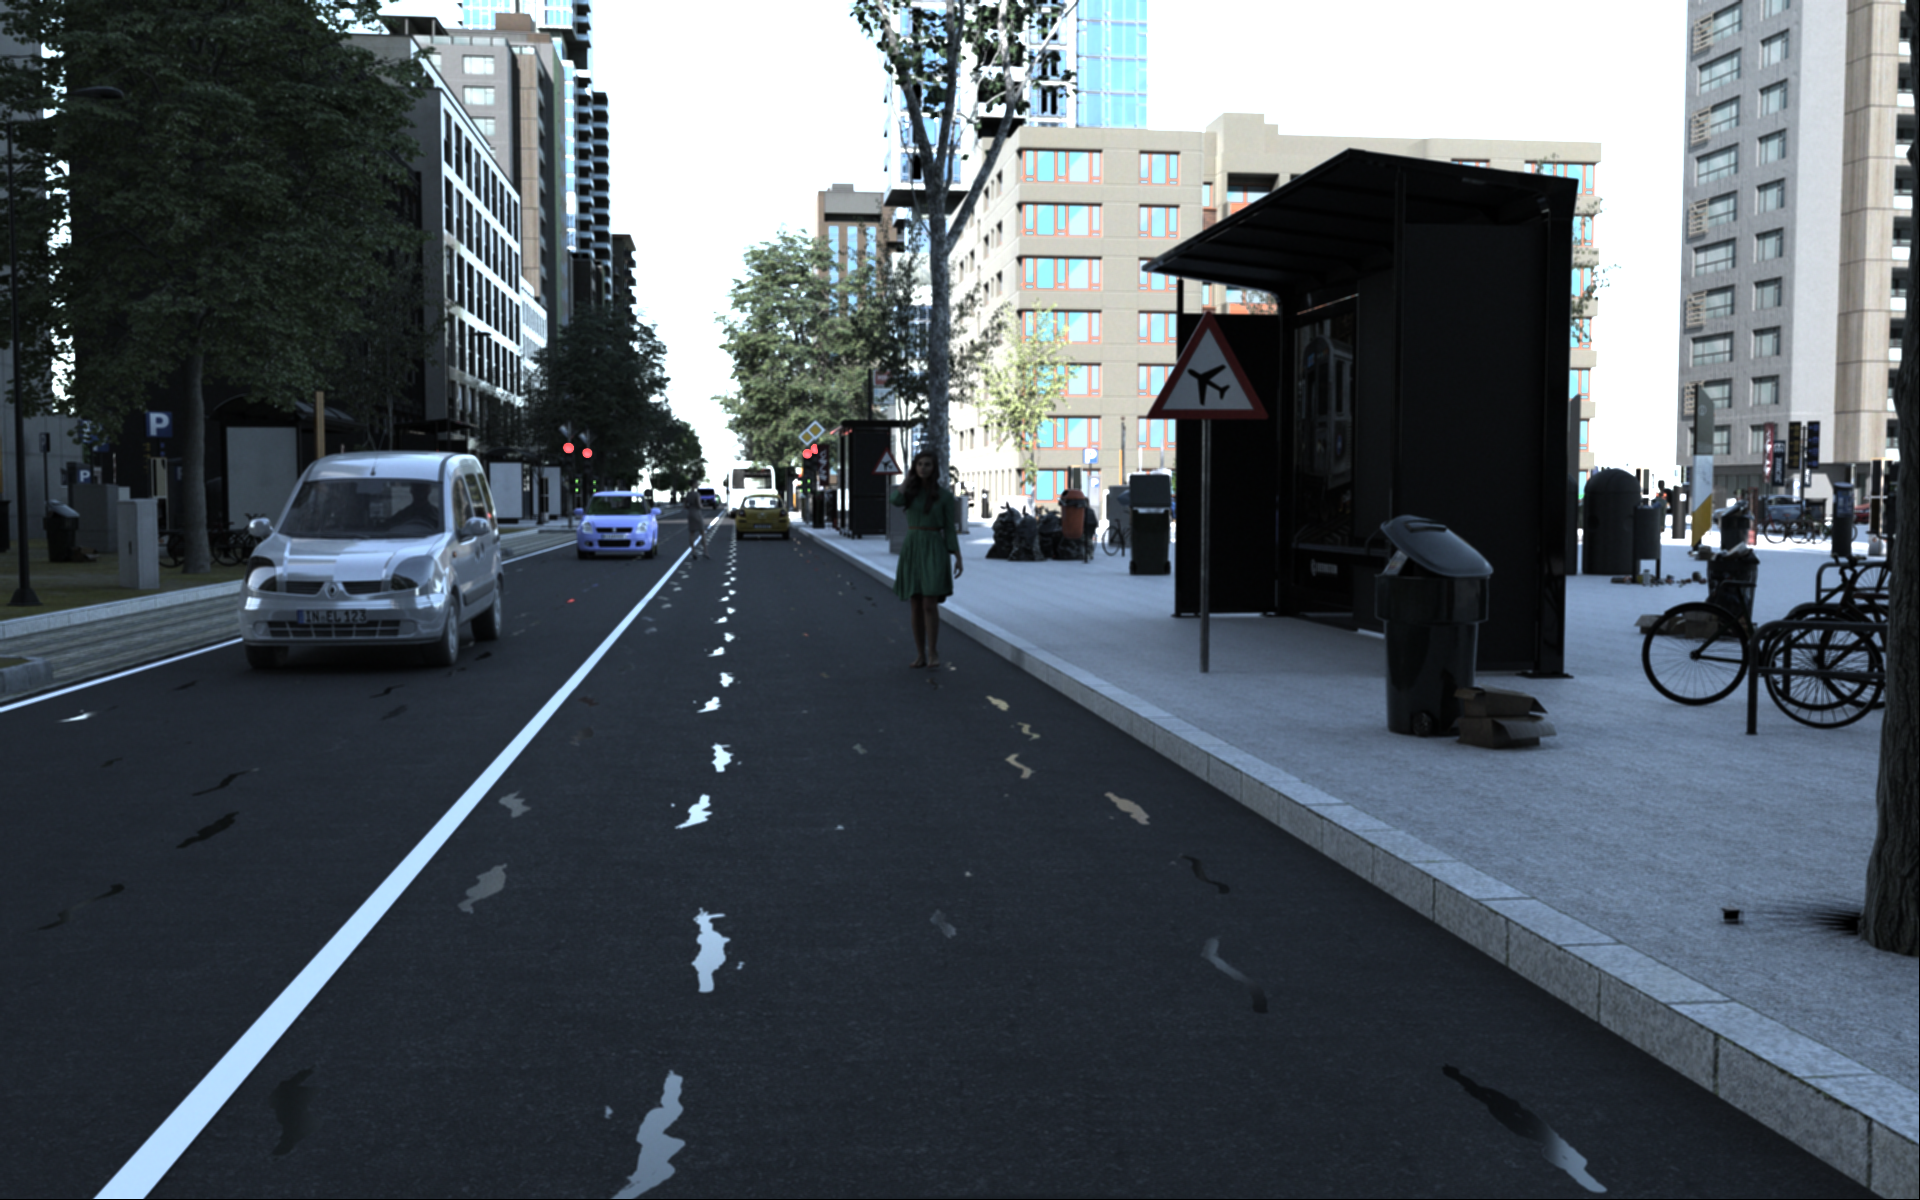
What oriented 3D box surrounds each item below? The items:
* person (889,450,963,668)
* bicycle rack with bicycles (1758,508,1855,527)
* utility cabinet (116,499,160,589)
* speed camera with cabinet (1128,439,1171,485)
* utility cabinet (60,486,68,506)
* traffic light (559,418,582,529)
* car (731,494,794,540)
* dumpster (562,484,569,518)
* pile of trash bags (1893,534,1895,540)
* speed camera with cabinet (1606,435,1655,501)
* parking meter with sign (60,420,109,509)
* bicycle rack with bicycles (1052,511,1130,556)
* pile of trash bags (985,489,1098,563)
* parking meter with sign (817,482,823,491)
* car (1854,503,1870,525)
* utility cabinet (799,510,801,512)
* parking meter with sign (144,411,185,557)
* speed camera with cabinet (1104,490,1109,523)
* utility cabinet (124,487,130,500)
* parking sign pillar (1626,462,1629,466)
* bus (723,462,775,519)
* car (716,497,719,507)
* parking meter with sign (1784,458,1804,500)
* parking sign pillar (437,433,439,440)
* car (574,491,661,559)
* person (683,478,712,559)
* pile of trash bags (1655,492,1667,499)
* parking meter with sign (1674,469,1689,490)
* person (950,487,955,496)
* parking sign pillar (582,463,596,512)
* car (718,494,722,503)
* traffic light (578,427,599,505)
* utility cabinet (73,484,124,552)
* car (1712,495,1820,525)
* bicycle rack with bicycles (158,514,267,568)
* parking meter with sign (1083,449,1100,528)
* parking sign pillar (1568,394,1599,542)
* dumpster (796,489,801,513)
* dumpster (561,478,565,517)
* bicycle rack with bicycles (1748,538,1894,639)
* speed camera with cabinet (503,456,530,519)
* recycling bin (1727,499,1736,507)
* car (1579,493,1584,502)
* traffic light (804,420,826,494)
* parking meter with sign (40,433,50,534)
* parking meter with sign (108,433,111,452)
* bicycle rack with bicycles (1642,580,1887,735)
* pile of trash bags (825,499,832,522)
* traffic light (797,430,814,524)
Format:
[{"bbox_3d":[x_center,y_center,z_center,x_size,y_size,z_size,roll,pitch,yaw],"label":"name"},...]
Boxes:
[{"bbox_3d":[-0.272,-0.335,14.222,0.600,1.795,0.529,0,4,1],"label":"person"},{"bbox_3d":[21.836,-1.927,44.882,2.852,0.926,2.925,-2,4,-34],"label":"bicycle rack with bicycles"},{"bbox_3d":[-11.284,-0.770,23.756,0.306,1.237,1.020,-3,4,-39],"label":"utility cabinet"},{"bbox_3d":[6.571,-4.159,62.342,2.038,3.252,0.660,1,4,9],"label":"speed camera with cabinet"},{"bbox_3d":[-23.646,-2.335,46.849,1.173,1.500,0.318,-2,4,-24],"label":"utility cabinet"},{"bbox_3d":[-14.458,-4.607,64.246,0.839,4.253,0.868,0,4,-7],"label":"traffic light"},{"bbox_3d":[-6.348,-2.782,55.705,2.015,1.641,3.980,0,4,-6],"label":"car"},{"bbox_3d":[-21.702,-5.369,93.538,1.264,1.857,1.865,0,4,-7],"label":"dumpster"},{"bbox_3d":[5.263,0.217,6.200,3.447,1.369,1.912,3,4,36],"label":"pile of trash bags"},{"bbox_3d":[22.645,-3.923,58.475,2.038,3.252,0.660,-2,4,-35],"label":"speed camera with cabinet"},{"bbox_3d":[-20.992,-2.760,41.394,0.543,3.016,1.738,-3,5,-43],"label":"parking meter with sign"},{"bbox_3d":[2.887,-1.431,36.775,2.852,0.926,2.925,2,4,33],"label":"bicycle rack with bicycles"},{"bbox_3d":[1.759,-1.450,33.468,1.912,1.369,3.447,-1,4,-15],"label":"pile of trash bags"},{"bbox_3d":[-8.707,-6.755,106.699,1.738,3.016,0.543,3,5,41],"label":"parking meter with sign"},{"bbox_3d":[40.803,-4.048,75.227,4.494,1.783,2.155,0,4,-7],"label":"car"},{"bbox_3d":[-12.584,-7.476,133.401,0.306,1.237,1.020,2,4,32],"label":"utility cabinet"},{"bbox_3d":[-16.337,-2.434,36.060,1.738,3.016,0.543,3,5,44],"label":"parking meter with sign"},{"bbox_3d":[7.160,-4.936,75.038,0.660,3.252,2.038,-3,5,-44],"label":"speed camera with cabinet"},{"bbox_3d":[-26.264,-2.743,53.523,0.318,1.500,1.173,2,4,28],"label":"utility cabinet"},{"bbox_3d":[56.018,-9.643,146.136,1.447,3.967,1.447,2,4,34],"label":"parking sign pillar"},{"bbox_3d":[-12.768,-6.715,104.642,2.948,3.499,13.247,-1,4,-9],"label":"bus"},{"bbox_3d":[-27.576,-11.165,191.338,1.959,1.807,4.718,-1,4,-8],"label":"car"},{"bbox_3d":[40.214,-5.345,83.654,0.543,3.016,1.738,-1,4,-9],"label":"parking meter with sign"},{"bbox_3d":[-22.047,-5.101,71.867,1.447,3.967,1.447,2,4,26],"label":"parking sign pillar"},{"bbox_3d":[-7.790,-1.830,39.506,1.945,1.707,3.694,-1,4,-8],"label":"car"},{"bbox_3d":[-5.800,-1.799,38.256,0.599,1.781,0.374,2,4,34],"label":"person"},{"bbox_3d":[56.301,-7.915,139.166,3.447,1.369,1.912,2,4,25],"label":"pile of trash bags"},{"bbox_3d":[50.169,-7.534,119.436,0.543,3.016,1.738,-3,5,-41],"label":"parking meter with sign"},{"bbox_3d":[-0.436,-3.865,71.868,0.537,1.800,0.526,0,4,-2],"label":"person"},{"bbox_3d":[-24.952,-7.892,117.504,1.447,3.967,1.447,-1,4,-21],"label":"parking sign pillar"},{"bbox_3d":[-38.819,-16.248,275.436,2.009,1.686,4.222,-1,4,-9],"label":"car"},{"bbox_3d":[-15.472,-5.092,72.167,0.839,4.253,0.868,0,4,-7],"label":"traffic light"},{"bbox_3d":[-18.925,-1.792,37.979,1.173,1.500,0.318,2,4,29],"label":"utility cabinet"},{"bbox_3d":[34.580,-3.812,74.322,4.499,1.417,2.014,0,4,-8],"label":"car"},{"bbox_3d":[-13.381,-1.115,31.619,2.925,0.926,2.852,-2,4,-35],"label":"bicycle rack with bicycles"},{"bbox_3d":[5.083,-4.278,66.213,0.543,3.016,1.738,0,4,-3],"label":"parking meter with sign"},{"bbox_3d":[16.112,-3.556,46.613,1.447,3.967,1.447,-3,4,-37],"label":"parking sign pillar"},{"bbox_3d":[-10.622,-6.926,118.997,1.264,1.857,1.865,0,4,-7],"label":"dumpster"},{"bbox_3d":[-22.714,-5.783,97.050,1.502,2.255,1.985,0,4,-7],"label":"dumpster"},{"bbox_3d":[9.724,-0.182,16.364,2.925,0.926,2.852,-1,4,-23],"label":"bicycle rack with bicycles"},{"bbox_3d":[-22.665,-5.737,88.144,2.038,3.252,0.660,3,5,43],"label":"speed camera with cabinet"},{"bbox_3d":[39.549,-4.649,88.572,0.722,1.027,0.722,-1,4,-11],"label":"recycling bin"},{"bbox_3d":[27.059,-3.953,73.424,4.718,1.807,1.959,-1,4,-9],"label":"car"},{"bbox_3d":[-5.472,-4.678,65.408,0.839,4.253,0.868,0,4,-7],"label":"traffic light"},{"bbox_3d":[-25.509,-3.288,50.021,0.543,3.016,1.738,3,5,44],"label":"parking meter with sign"},{"bbox_3d":[-24.405,-3.194,48.476,0.543,3.016,1.738,0,4,-3],"label":"parking meter with sign"},{"bbox_3d":[5.368,0.223,9.729,2.925,0.926,2.852,2,4,32],"label":"bicycle rack with bicycles"},{"bbox_3d":[-4.790,-4.159,77.756,1.912,1.369,3.447,-1,4,-21],"label":"pile of trash bags"},{"bbox_3d":[-6.486,-5.163,73.329,0.839,4.253,0.868,0,4,-7],"label":"traffic light"}]
